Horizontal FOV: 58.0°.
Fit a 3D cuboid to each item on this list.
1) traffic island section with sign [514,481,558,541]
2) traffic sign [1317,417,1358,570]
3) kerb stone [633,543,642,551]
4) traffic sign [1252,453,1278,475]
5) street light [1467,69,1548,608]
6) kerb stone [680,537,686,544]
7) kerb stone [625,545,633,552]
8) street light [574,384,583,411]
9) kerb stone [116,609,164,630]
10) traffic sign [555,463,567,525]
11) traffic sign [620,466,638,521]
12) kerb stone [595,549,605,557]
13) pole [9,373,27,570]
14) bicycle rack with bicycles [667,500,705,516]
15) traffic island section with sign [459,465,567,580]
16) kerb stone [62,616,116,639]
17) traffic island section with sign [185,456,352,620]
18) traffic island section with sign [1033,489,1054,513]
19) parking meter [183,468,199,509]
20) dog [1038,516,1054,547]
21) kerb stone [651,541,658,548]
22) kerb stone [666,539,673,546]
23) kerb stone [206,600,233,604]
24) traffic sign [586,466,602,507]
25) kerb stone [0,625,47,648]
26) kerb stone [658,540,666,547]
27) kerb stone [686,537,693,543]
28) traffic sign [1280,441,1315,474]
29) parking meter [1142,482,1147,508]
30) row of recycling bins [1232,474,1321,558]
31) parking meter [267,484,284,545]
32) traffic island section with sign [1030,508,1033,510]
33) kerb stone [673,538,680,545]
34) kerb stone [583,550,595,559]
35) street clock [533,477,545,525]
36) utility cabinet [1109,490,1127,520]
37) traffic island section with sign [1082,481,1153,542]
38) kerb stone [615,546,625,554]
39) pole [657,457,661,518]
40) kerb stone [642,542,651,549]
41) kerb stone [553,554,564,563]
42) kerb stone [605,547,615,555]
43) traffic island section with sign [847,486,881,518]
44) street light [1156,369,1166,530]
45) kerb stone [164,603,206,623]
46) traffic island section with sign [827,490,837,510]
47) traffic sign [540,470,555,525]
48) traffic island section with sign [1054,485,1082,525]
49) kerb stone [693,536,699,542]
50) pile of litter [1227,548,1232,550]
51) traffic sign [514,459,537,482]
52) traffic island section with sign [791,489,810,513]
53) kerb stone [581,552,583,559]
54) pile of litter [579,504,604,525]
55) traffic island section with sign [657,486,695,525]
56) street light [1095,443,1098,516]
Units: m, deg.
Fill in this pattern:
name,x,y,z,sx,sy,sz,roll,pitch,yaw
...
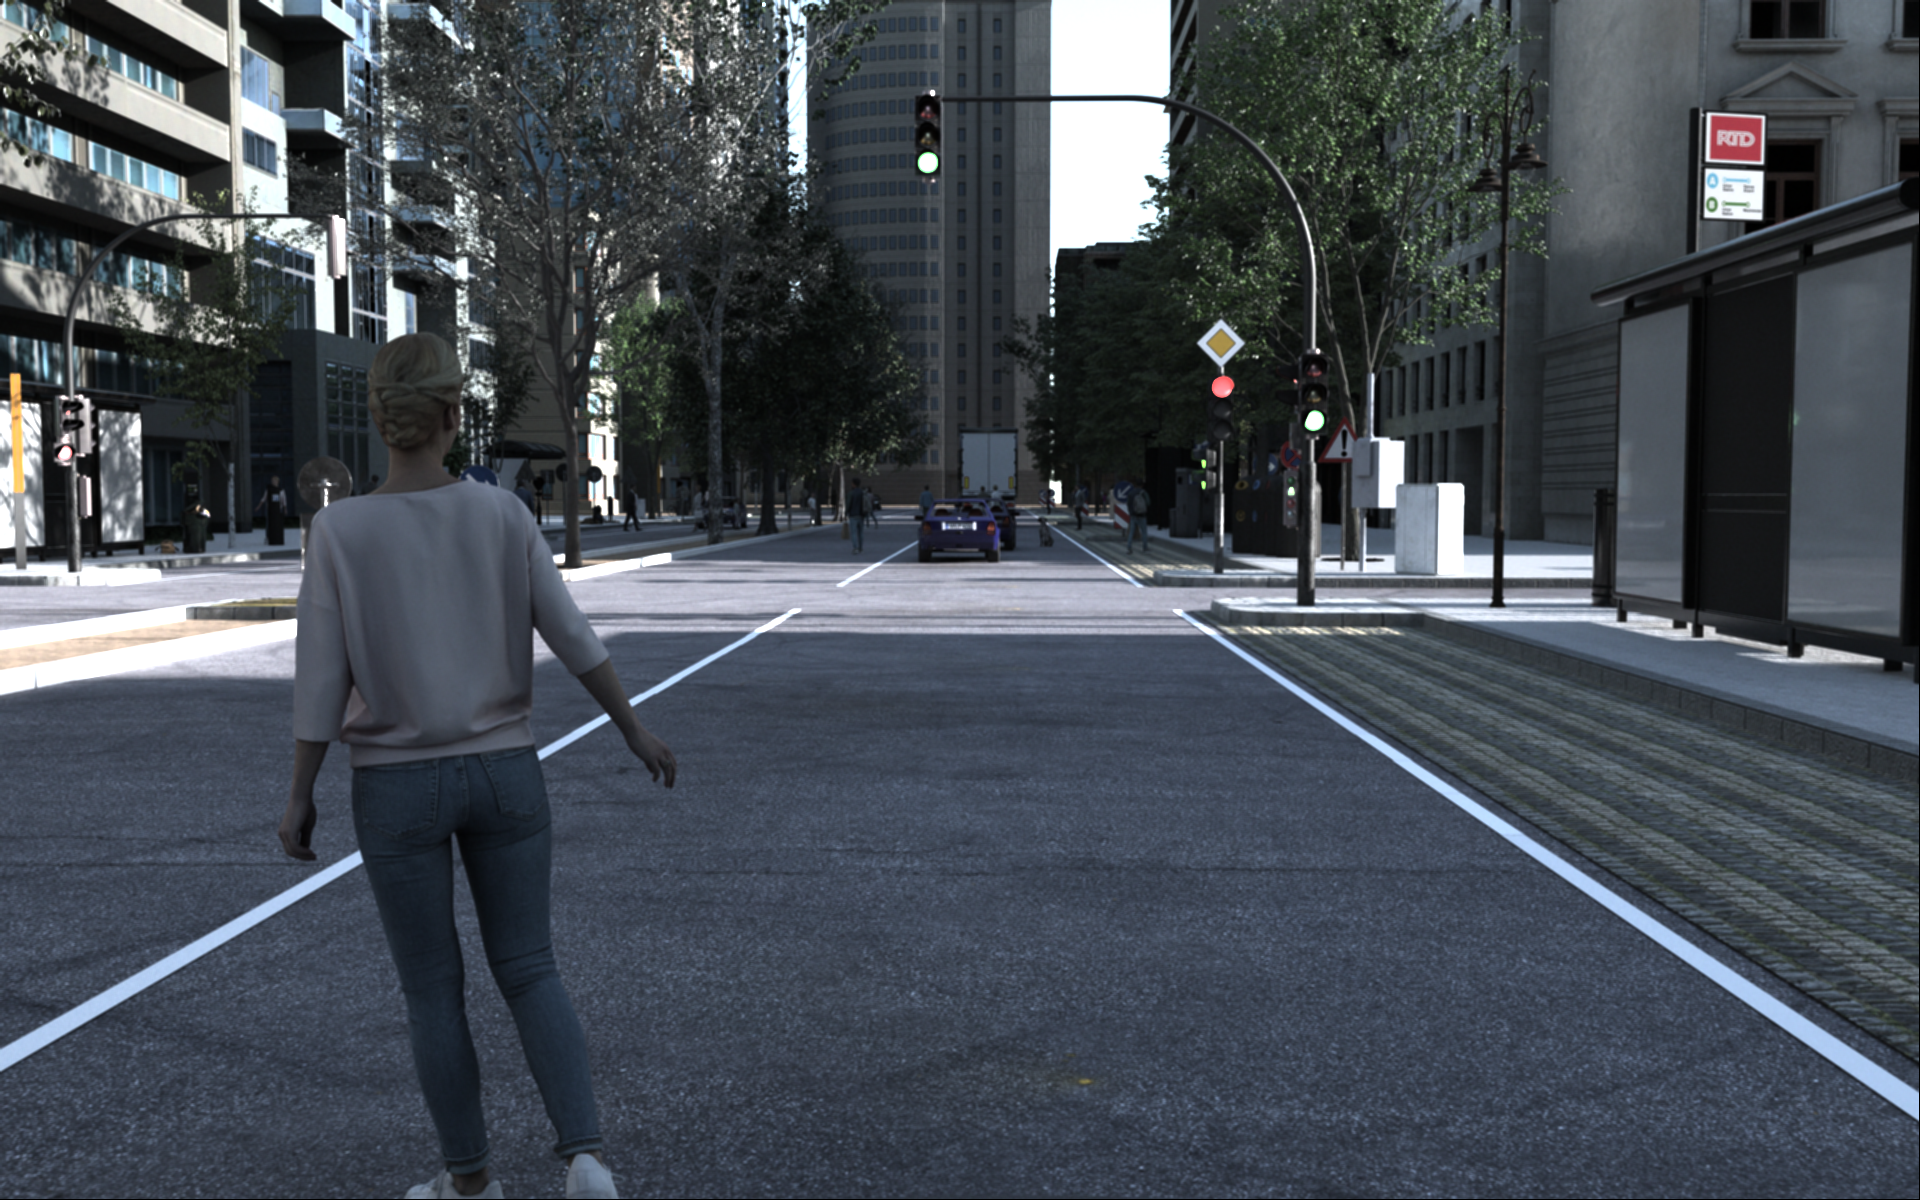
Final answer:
name,x,y,z,sx,sy,sz,roll,pitch,yaw
traffic island section with sign,-13.598,-2.758,53.729,1.989,1.847,2.006,0,4,1
traffic sign,6.449,-1.782,29.141,0.884,2.594,0.081,0,4,3
kerb stone,-8.237,-1.313,43.671,0.120,0.150,1.000,0,4,1
traffic sign,9.231,-3.201,52.442,0.768,2.556,0.104,0,4,5
street light,6.092,-2.854,19.448,0.468,5.910,1.993,0,4,1
kerb stone,-8.091,-1.689,49.803,0.120,0.150,1.000,0,4,1
kerb stone,-8.271,-1.250,42.639,0.120,0.150,1.000,0,4,1
street light,-15.523,-5.915,69.495,0.468,5.910,1.993,0,4,1
kerb stone,-8.852,0.225,18.532,0.120,0.150,1.000,0,4,1
traffic sign,-16.301,-4.357,71.337,0.768,2.556,0.104,1,4,9
traffic sign,-15.496,-4.956,81.029,0.884,2.594,0.081,1,4,9
kerb stone,-8.339,-1.062,39.567,0.120,0.150,1.000,0,4,1
pole,-15.970,-2.172,29.362,0.158,3.312,0.155,0,3,0
bicycle rack with bicycles,-15.456,-5.436,102.252,2.925,0.926,2.852,2,4,33
traffic island section with sign,-7.558,-1.209,27.906,2.006,1.907,1.989,0,4,1
kerb stone,-8.877,0.295,17.511,0.120,0.150,1.000,0,4,1
traffic island section with sign,-7.749,-0.756,20.502,2.006,1.907,1.989,0,4,1
traffic island section with sign,6.687,-7.404,129.684,1.989,1.847,2.006,0,4,1
parking meter,-17.022,-1.997,38.364,0.255,1.863,0.399,-2,4,-34
dog,2.293,-1.864,47.318,0.513,0.831,0.800,1,4,14
kerb stone,-8.190,-1.438,45.715,0.120,0.150,1.000,0,4,1
kerb stone,-8.138,-1.564,47.759,0.120,0.150,1.000,0,4,1
kerb stone,-8.806,0.102,20.575,0.120,0.150,1.000,0,4,1
traffic sign,-16.383,-4.738,77.564,0.768,2.556,0.104,1,4,10
kerb stone,-8.907,0.354,16.489,0.120,0.150,1.000,0,4,1
kerb stone,-8.163,-1.498,46.737,0.120,0.150,1.000,0,4,1
kerb stone,-8.055,-1.751,50.829,0.120,0.150,1.000,0,4,1
traffic sign,7.553,-2.371,38.868,0.768,2.556,0.104,0,4,5
parking meter,8.461,-4.480,78.964,0.399,1.863,0.255,0,4,7
row of recycling bins,6.641,-1.787,36.331,1.069,1.692,3.534,-1,4,-10
parking meter,-17.177,-2.144,43.465,0.372,1.533,0.369,0,3,0
traffic island section with sign,7.368,-9.083,157.129,1.989,1.847,2.006,0,4,1
kerb stone,-8.120,-1.626,48.781,0.120,0.150,1.000,0,4,1
kerb stone,-8.365,-0.992,38.546,0.120,0.150,1.000,0,4,1
street clock,-17.512,-4.125,72.011,0.471,2.002,0.358,-1,4,-18
utility cabinet,7.877,-4.648,84.666,1.173,1.500,0.318,3,4,37
traffic island section with sign,4.816,-2.686,52.550,1.989,1.847,2.006,0,4,1
kerb stone,-8.290,-1.184,41.617,0.120,0.150,1.000,0,4,1
pole,-16.403,-6.149,94.382,0.158,3.312,0.155,0,3,0
kerb stone,-8.212,-1.376,44.693,0.120,0.150,1.000,0,4,1
kerb stone,-8.414,-0.874,36.495,0.120,0.150,1.000,0,4,1
kerb stone,-8.317,-1.121,40.589,0.120,0.150,1.000,0,4,1
traffic island section with sign,-5.732,-5.803,103.023,2.006,1.907,1.989,0,4,1
street light,7.088,-5.417,61.351,0.468,5.910,1.993,0,4,1
kerb stone,-8.830,0.162,19.554,0.120,0.150,1.000,0,4,1
traffic island section with sign,-11.056,-9.114,157.649,1.989,1.847,2.006,0,4,1
traffic sign,-17.280,-4.308,72.561,0.606,2.300,0.079,0,4,3
traffic island section with sign,5.478,-4.365,79.990,1.989,1.847,2.006,0,4,1
kerb stone,-8.036,-1.814,51.851,0.120,0.150,1.000,0,4,1
pile of litter,6.954,-1.602,40.152,1.719,0.858,1.176,-1,4,-12
traffic sign,-16.135,-3.936,64.350,0.884,2.594,0.081,0,4,8
traffic island section with sign,-11.719,-7.456,130.540,1.989,1.847,2.006,0,4,1
kerb stone,-8.394,-0.932,37.524,0.120,0.150,1.000,0,4,1
pile of litter,-15.592,-3.621,73.165,1.176,0.858,1.719,0,4,6
traffic island section with sign,-12.940,-4.407,80.676,1.989,1.847,2.006,0,4,1
street light,8.041,-7.912,102.153,0.468,5.910,1.993,0,4,1
